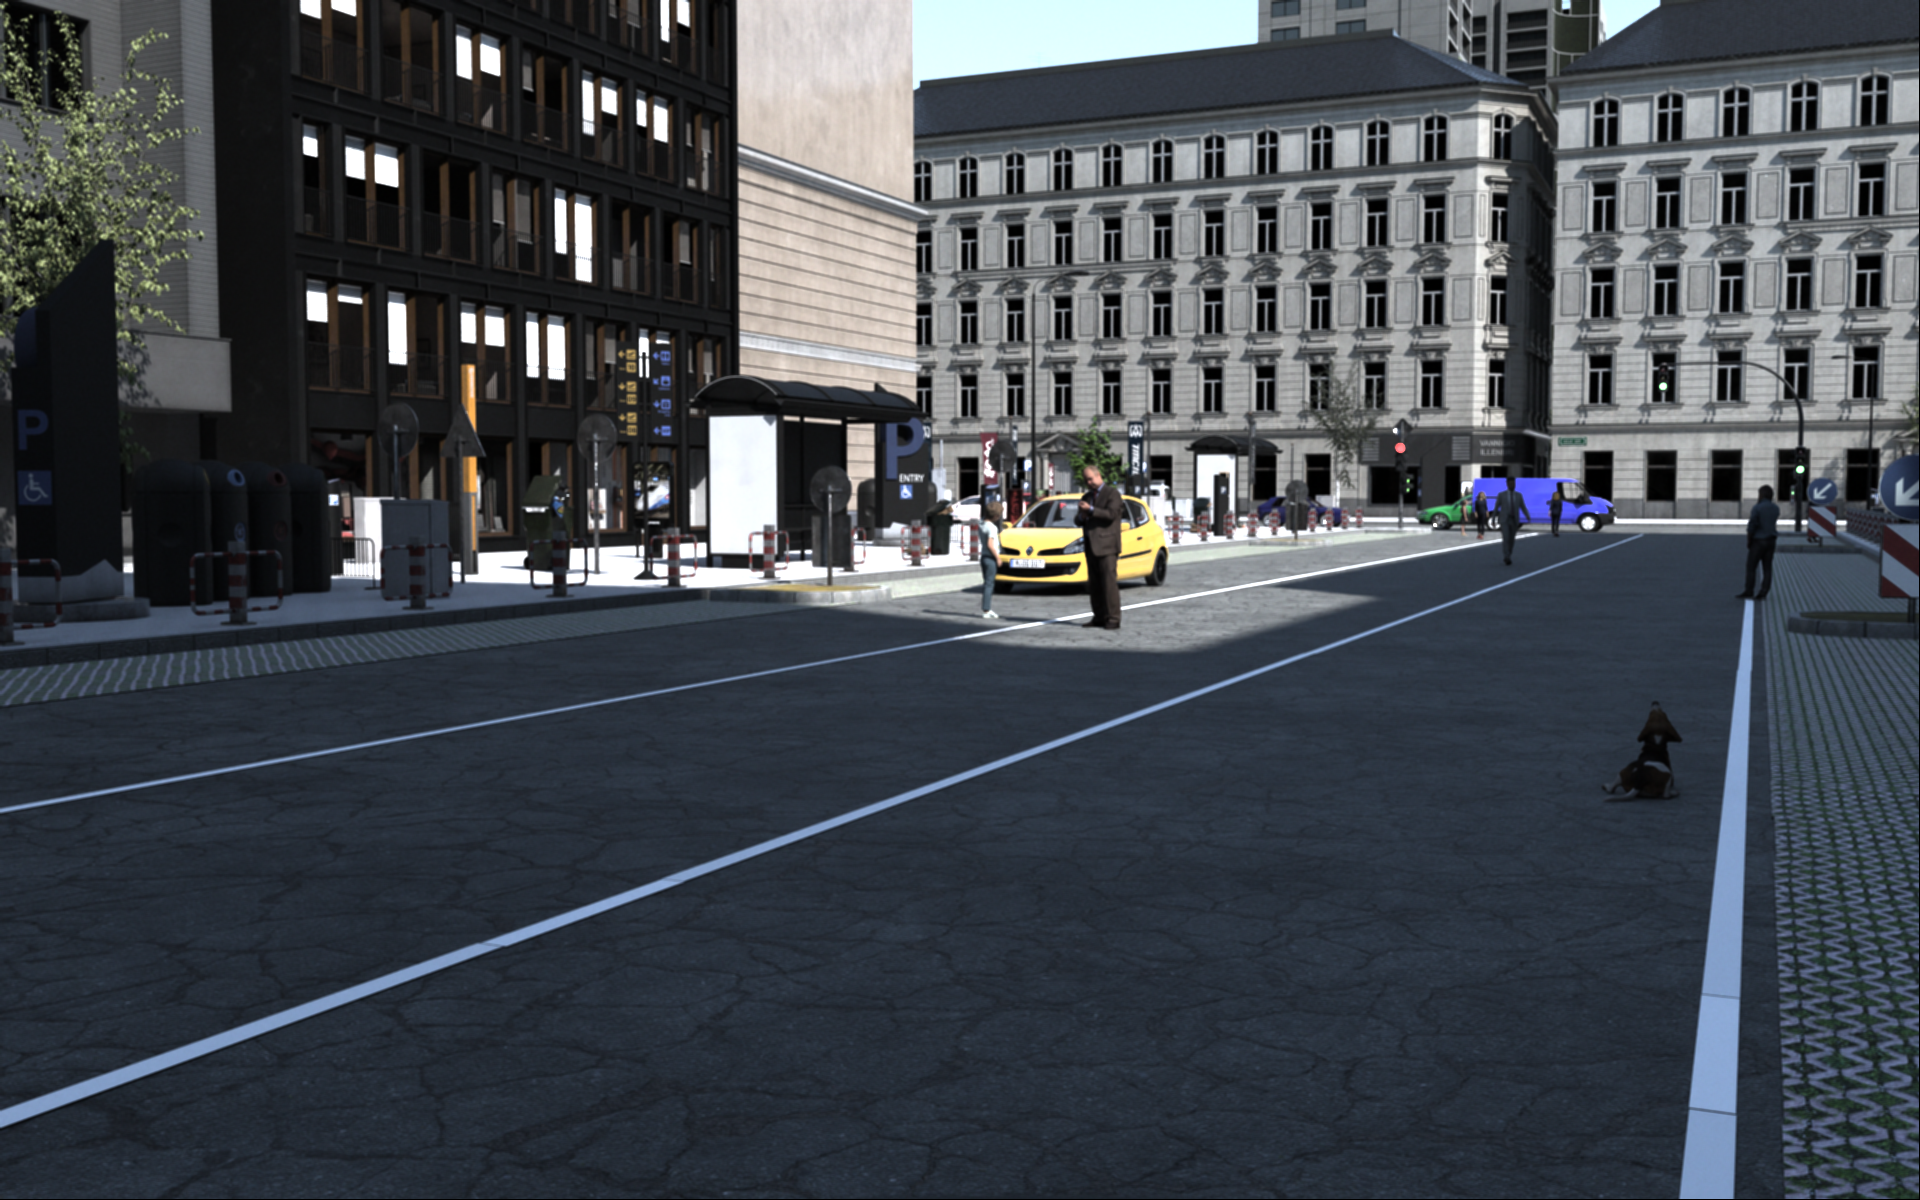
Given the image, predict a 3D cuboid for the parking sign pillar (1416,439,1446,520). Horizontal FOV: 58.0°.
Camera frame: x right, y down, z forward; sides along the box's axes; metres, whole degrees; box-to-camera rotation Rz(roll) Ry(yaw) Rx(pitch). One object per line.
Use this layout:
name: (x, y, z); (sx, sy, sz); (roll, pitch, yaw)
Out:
parking sign pillar: (23.174, -5.912, 85.137); (1.447, 3.967, 1.447); (-1, 4, -15)

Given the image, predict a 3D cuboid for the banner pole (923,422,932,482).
banner pole: (-1.249, -3.857, 53.081); (0.863, 3.779, 0.401); (1, 4, 10)

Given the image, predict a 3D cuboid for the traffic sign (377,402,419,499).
traffic sign: (-7.810, -1.463, 24.021); (0.768, 2.556, 0.104); (2, 4, 28)

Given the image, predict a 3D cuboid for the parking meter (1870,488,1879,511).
parking meter: (39.747, -4.090, 75.286); (0.372, 1.533, 0.369); (0, 3, 0)

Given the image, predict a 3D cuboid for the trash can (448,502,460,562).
trash can: (-9.603, -1.298, 32.878); (0.748, 1.137, 0.748); (0, 3, 0)

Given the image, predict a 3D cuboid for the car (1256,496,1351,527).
car: (14.933, -3.836, 75.296); (3.894, 1.354, 1.945); (2, 4, 25)

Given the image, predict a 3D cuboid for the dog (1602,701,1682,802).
dog: (3.259, 0.723, 8.376); (0.748, 0.427, 0.550); (-1, 4, -20)

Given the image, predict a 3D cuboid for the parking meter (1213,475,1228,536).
parking meter: (7.906, -2.861, 52.486); (0.399, 1.863, 0.255); (-2, 4, -32)

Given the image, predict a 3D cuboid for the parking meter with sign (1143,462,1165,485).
parking meter with sign: (10.728, -5.987, 94.153); (1.738, 3.016, 0.543); (2, 4, 31)

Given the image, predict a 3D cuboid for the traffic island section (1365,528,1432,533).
traffic island section: (16.299, -2.561, 64.154); (2.009, 0.180, 2.903); (2, 4, 25)

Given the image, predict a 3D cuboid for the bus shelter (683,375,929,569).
bus shelter: (-2.675, -2.324, 31.915); (2.014, 3.302, 5.546); (2, 4, 25)

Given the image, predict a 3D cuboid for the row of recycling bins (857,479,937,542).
row of recycling bins: (-1.676, -2.517, 48.267); (1.069, 1.692, 3.534); (2, 4, 29)

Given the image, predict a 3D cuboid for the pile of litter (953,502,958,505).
pile of litter: (-0.102, -4.750, 91.625); (1.719, 0.858, 1.176); (1, 4, 13)

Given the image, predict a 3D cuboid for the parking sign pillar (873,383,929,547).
parking sign pillar: (-1.425, -3.297, 42.385); (1.447, 3.967, 1.447); (-2, 4, -32)

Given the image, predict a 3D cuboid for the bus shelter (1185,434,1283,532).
bus shelter: (9.701, -4.105, 61.042); (2.014, 3.302, 5.546); (2, 4, 25)

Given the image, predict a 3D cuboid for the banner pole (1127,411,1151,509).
banner pole: (5.475, -3.815, 52.390); (0.863, 3.779, 0.401); (0, 4, 4)

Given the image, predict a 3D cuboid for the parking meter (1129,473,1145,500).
parking meter: (4.930, -2.654, 49.097); (0.399, 1.863, 0.255); (-3, 4, -39)

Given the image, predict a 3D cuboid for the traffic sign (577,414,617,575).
traffic sign: (-5.787, -1.678, 27.537); (0.768, 2.556, 0.104); (2, 4, 25)

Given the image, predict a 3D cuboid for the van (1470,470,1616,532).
van: (22.326, -3.787, 66.296); (5.245, 2.365, 2.240); (2, 4, 26)

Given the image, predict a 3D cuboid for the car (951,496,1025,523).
car: (0.853, -4.387, 84.084); (4.827, 1.381, 2.083); (2, 4, 24)

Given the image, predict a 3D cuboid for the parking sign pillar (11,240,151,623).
parking sign pillar: (-9.177, -1.794, 17.812); (1.447, 3.967, 1.447); (0, 4, 2)

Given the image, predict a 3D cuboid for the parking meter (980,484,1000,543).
parking meter: (0.718, -2.249, 45.185); (0.372, 1.533, 0.369); (0, 3, 0)

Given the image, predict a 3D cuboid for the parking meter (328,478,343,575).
parking meter: (-10.039, -1.172, 27.571); (0.372, 1.533, 0.369); (0, 3, 0)

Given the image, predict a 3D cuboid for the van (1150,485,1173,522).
van: (8.090, -4.642, 82.916); (4.112, 2.044, 2.013); (1, 4, 23)

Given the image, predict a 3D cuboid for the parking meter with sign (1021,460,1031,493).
parking meter with sign: (3.445, -5.725, 89.868); (0.543, 3.016, 1.738); (0, 4, -6)

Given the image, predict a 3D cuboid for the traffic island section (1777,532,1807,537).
traffic island section: (28.375, -2.222, 58.613); (2.009, 0.180, 2.903); (2, 4, 25)

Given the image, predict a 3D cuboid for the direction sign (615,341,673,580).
direction sign: (-4.711, -2.075, 25.923); (0.876, 3.537, 0.379); (-2, 4, -31)

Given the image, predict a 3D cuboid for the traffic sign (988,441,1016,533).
traffic sign: (0.992, -2.530, 41.479); (0.768, 2.556, 0.104); (2, 4, 31)

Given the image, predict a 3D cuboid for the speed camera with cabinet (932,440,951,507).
speed camera with cabinet: (-0.762, -4.239, 63.638); (0.660, 3.252, 2.038); (1, 4, 9)

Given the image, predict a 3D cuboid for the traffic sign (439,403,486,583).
traffic sign: (-7.139, -1.516, 24.798); (0.884, 2.594, 0.081); (2, 4, 29)

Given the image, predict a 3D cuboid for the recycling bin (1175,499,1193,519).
recycling bin: (11.717, -4.786, 90.797); (0.722, 1.027, 0.722); (2, 4, 26)

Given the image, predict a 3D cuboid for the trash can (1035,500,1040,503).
trash can: (2.040, -1.770, 40.591); (0.748, 1.137, 0.748); (0, 3, 0)

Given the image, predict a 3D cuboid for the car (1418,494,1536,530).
car: (20.932, -3.739, 69.936); (4.718, 1.807, 1.959); (2, 4, 24)

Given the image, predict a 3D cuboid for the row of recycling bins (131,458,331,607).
row of recycling bins: (-8.955, -0.871, 21.361); (1.069, 1.692, 3.534); (1, 4, 9)

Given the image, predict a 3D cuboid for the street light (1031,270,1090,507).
street light: (2.034, -3.896, 36.234); (1.470, 5.913, 1.316); (2, 4, 25)

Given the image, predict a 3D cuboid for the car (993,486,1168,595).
car: (1.787, -0.966, 26.021); (2.015, 1.641, 3.980); (2, 4, 25)

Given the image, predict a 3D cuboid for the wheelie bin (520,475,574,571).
wheelie bin: (-6.960, -1.304, 29.228); (0.980, 1.594, 0.693); (2, 4, 30)

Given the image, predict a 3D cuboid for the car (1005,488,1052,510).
car: (4.095, -4.675, 85.470); (4.494, 1.783, 2.155); (2, 4, 26)

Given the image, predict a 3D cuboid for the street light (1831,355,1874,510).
street light: (29.794, -5.217, 57.842); (1.470, 5.913, 1.316); (2, 4, 25)

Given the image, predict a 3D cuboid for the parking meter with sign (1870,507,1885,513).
parking meter with sign: (30.498, -3.658, 56.062); (1.738, 3.016, 0.543); (1, 4, 18)

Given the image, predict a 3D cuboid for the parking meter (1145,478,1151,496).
parking meter: (6.135, -3.181, 57.721); (0.399, 1.863, 0.255); (-3, 5, -41)
